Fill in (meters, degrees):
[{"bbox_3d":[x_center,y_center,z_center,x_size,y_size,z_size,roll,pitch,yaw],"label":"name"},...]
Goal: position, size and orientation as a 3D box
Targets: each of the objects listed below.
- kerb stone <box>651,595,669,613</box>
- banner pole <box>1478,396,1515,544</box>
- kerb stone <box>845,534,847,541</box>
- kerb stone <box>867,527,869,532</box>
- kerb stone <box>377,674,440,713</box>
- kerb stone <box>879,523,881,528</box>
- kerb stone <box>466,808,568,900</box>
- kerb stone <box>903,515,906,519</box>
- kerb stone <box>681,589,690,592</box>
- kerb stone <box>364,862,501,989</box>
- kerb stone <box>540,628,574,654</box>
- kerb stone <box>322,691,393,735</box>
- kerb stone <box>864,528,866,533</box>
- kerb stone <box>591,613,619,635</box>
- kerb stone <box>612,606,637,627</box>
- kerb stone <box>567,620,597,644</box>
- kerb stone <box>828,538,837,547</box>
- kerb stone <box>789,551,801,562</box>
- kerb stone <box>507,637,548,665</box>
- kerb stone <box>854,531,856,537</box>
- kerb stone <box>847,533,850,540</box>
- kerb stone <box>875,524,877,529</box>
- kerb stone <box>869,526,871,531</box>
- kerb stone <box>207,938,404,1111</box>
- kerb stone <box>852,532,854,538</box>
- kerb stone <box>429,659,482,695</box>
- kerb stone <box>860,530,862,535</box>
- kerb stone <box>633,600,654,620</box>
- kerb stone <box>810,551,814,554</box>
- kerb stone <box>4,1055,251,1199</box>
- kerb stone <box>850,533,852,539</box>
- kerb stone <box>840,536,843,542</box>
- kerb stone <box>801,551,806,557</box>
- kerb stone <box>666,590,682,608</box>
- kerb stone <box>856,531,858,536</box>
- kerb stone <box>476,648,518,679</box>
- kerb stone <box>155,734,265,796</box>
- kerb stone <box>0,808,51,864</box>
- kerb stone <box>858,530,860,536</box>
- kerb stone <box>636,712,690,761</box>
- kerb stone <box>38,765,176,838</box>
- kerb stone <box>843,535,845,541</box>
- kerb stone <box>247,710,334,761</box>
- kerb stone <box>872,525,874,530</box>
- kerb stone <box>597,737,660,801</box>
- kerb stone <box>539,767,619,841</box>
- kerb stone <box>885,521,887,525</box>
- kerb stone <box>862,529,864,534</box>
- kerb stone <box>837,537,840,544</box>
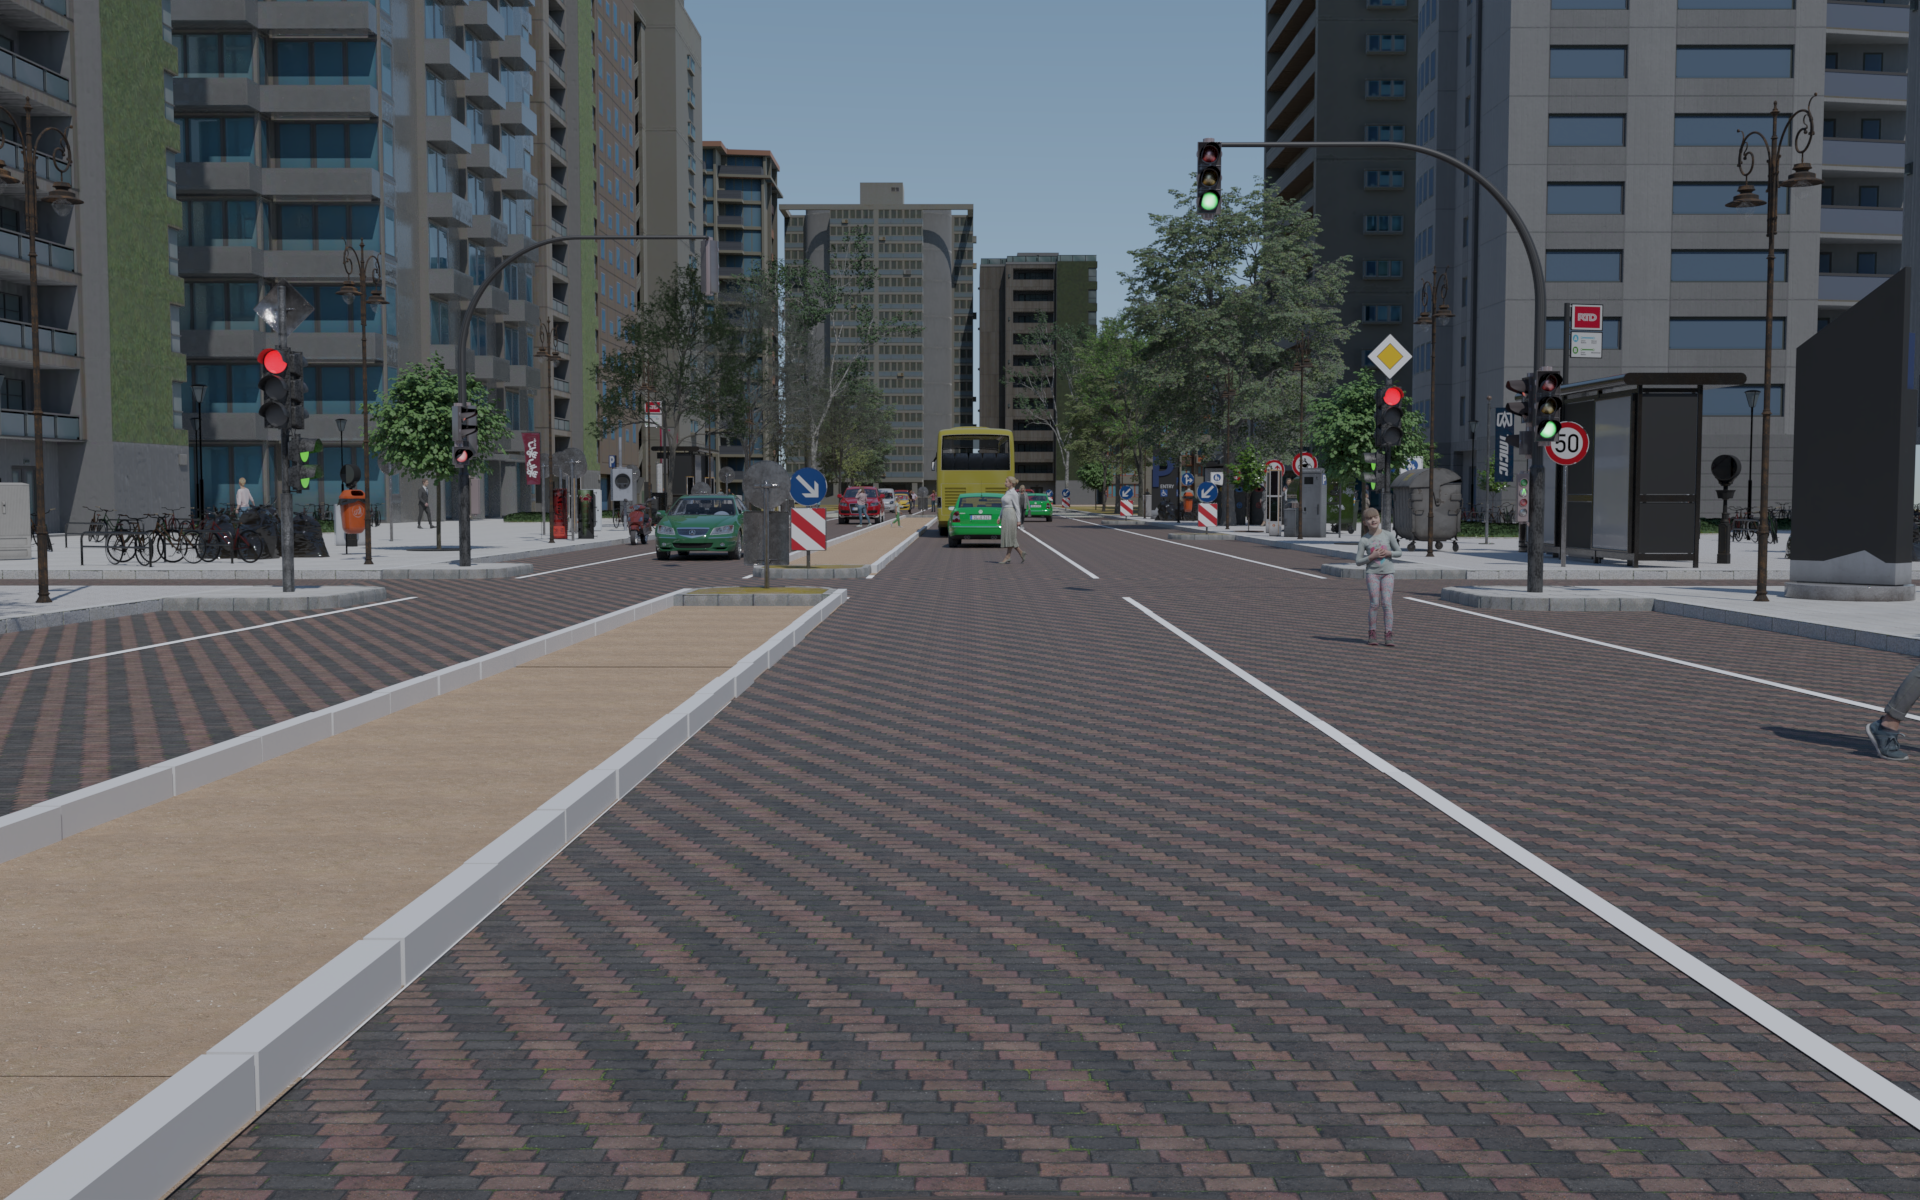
[{"bbox_3d":[-3.700,0.076,20.952,0.120,0.150,1.000,0,4,0],"label":"kerb stone"},{"bbox_3d":[13.671,-3.306,44.069,0.863,3.779,0.401,1,4,22],"label":"banner pole"},{"bbox_3d":[-3.565,-1.830,52.235,0.120,0.150,1.000,0,4,0],"label":"kerb stone"},{"bbox_3d":[-3.511,-2.528,63.525,0.120,0.150,1.000,0,4,0],"label":"kerb stone"},{"bbox_3d":[-3.747,0.642,11.722,0.120,0.150,1.000,0,4,0],"label":"kerb stone"},{"bbox_3d":[-3.476,-3.029,71.740,0.120,0.150,1.000,0,4,0],"label":"kerb stone"},{"bbox_3d":[-1.666,0.960,6.534,0.120,0.150,1.000,0,4,0],"label":"kerb stone"},{"bbox_3d":[-3.344,-4.914,102.536,0.120,0.150,1.000,0,4,0],"label":"kerb stone"},{"bbox_3d":[-3.690,-0.050,23.007,0.120,0.150,1.000,0,4,0],"label":"kerb stone"},{"bbox_3d":[-1.664,1.021,5.512,0.120,0.150,1.000,0,4,0],"label":"kerb stone"},{"bbox_3d":[-3.721,0.390,15.824,0.120,0.150,1.000,0,4,0],"label":"kerb stone"},{"bbox_3d":[-3.748,0.708,10.701,0.120,0.150,1.000,0,4,0],"label":"kerb stone"},{"bbox_3d":[-3.527,-2.402,61.476,0.120,0.150,1.000,0,4,0],"label":"kerb stone"},{"bbox_3d":[-3.707,0.265,17.867,0.120,0.150,1.000,0,4,0],"label":"kerb stone"},{"bbox_3d":[-3.711,0.204,18.895,0.120,0.150,1.000,0,4,0],"label":"kerb stone"},{"bbox_3d":[-3.719,0.329,16.846,0.120,0.150,1.000,0,4,0],"label":"kerb stone"},{"bbox_3d":[-3.582,-1.585,48.137,0.120,0.150,1.000,0,4,0],"label":"kerb stone"},{"bbox_3d":[-3.631,-0.959,37.876,0.120,0.150,1.000,0,4,0],"label":"kerb stone"},{"bbox_3d":[-3.728,0.452,14.801,0.120,0.150,1.000,0,4,0],"label":"kerb stone"},{"bbox_3d":[-3.543,-2.088,56.337,0.120,0.150,1.000,0,4,0],"label":"kerb stone"},{"bbox_3d":[-3.565,-1.900,53.262,0.120,0.150,1.000,0,4,0],"label":"kerb stone"},{"bbox_3d":[-3.490,-2.842,68.658,0.120,0.150,1.000,0,4,0],"label":"kerb stone"},{"bbox_3d":[-3.508,-2.589,64.548,0.120,0.150,1.000,0,4,0],"label":"kerb stone"},{"bbox_3d":[-1.673,1.084,4.490,0.120,0.150,1.000,0,4,0],"label":"kerb stone"},{"bbox_3d":[-3.553,-2.023,55.315,0.120,0.150,1.000,0,4,0],"label":"kerb stone"},{"bbox_3d":[-3.734,0.578,12.744,0.120,0.150,1.000,0,4,0],"label":"kerb stone"},{"bbox_3d":[-3.538,-2.277,59.418,0.120,0.150,1.000,0,4,0],"label":"kerb stone"},{"bbox_3d":[-3.702,0.139,19.916,0.120,0.150,1.000,0,4,0],"label":"kerb stone"},{"bbox_3d":[-3.609,-1.148,40.963,0.120,0.150,1.000,0,4,0],"label":"kerb stone"},{"bbox_3d":[-1.677,1.145,3.468,0.120,0.150,1.000,0,4,0],"label":"kerb stone"},{"bbox_3d":[-3.562,-1.957,54.293,0.120,0.150,1.000,0,4,0],"label":"kerb stone"},{"bbox_3d":[-3.566,-1.709,50.184,0.120,0.150,1.000,0,4,0],"label":"kerb stone"},{"bbox_3d":[-3.622,-1.022,38.898,0.120,0.150,1.000,0,4,0],"label":"kerb stone"},{"bbox_3d":[-3.698,0.013,21.978,0.120,0.150,1.000,0,4,0],"label":"kerb stone"},{"bbox_3d":[-3.546,-2.148,57.369,0.120,0.150,1.000,0,4,0],"label":"kerb stone"},{"bbox_3d":[-3.725,0.518,13.777,0.120,0.150,1.000,0,4,0],"label":"kerb stone"},{"bbox_3d":[-3.754,0.828,8.657,0.120,0.150,1.000,0,4,0],"label":"kerb stone"},{"bbox_3d":[-3.753,0.954,6.613,0.120,0.150,1.000,0,4,0],"label":"kerb stone"},{"bbox_3d":[-3.537,-2.212,58.391,0.120,0.150,1.000,0,4,0],"label":"kerb stone"},{"bbox_3d":[-1.652,0.770,9.603,0.120,0.150,1.000,0,4,0],"label":"kerb stone"},{"bbox_3d":[-3.760,0.891,7.635,0.120,0.150,1.000,0,4,0],"label":"kerb stone"},{"bbox_3d":[-3.570,-1.775,51.212,0.120,0.150,1.000,0,4,0],"label":"kerb stone"},{"bbox_3d":[-3.755,0.766,9.679,0.120,0.150,1.000,0,4,0],"label":"kerb stone"},{"bbox_3d":[-3.500,-2.717,66.614,0.120,0.150,1.000,0,4,0],"label":"kerb stone"},{"bbox_3d":[-1.649,0.834,8.581,0.120,0.150,1.000,0,4,0],"label":"kerb stone"},{"bbox_3d":[-1.662,0.895,7.559,0.120,0.150,1.000,0,4,0],"label":"kerb stone"},{"bbox_3d":[-3.452,-3.342,76.866,0.120,0.150,1.000,0,4,0],"label":"kerb stone"},{"bbox_3d":[-3.526,-2.340,60.450,0.120,0.150,1.000,0,4,0],"label":"kerb stone"},{"bbox_3d":[-3.574,-1.649,49.160,0.120,0.150,1.000,0,4,0],"label":"kerb stone"}]
